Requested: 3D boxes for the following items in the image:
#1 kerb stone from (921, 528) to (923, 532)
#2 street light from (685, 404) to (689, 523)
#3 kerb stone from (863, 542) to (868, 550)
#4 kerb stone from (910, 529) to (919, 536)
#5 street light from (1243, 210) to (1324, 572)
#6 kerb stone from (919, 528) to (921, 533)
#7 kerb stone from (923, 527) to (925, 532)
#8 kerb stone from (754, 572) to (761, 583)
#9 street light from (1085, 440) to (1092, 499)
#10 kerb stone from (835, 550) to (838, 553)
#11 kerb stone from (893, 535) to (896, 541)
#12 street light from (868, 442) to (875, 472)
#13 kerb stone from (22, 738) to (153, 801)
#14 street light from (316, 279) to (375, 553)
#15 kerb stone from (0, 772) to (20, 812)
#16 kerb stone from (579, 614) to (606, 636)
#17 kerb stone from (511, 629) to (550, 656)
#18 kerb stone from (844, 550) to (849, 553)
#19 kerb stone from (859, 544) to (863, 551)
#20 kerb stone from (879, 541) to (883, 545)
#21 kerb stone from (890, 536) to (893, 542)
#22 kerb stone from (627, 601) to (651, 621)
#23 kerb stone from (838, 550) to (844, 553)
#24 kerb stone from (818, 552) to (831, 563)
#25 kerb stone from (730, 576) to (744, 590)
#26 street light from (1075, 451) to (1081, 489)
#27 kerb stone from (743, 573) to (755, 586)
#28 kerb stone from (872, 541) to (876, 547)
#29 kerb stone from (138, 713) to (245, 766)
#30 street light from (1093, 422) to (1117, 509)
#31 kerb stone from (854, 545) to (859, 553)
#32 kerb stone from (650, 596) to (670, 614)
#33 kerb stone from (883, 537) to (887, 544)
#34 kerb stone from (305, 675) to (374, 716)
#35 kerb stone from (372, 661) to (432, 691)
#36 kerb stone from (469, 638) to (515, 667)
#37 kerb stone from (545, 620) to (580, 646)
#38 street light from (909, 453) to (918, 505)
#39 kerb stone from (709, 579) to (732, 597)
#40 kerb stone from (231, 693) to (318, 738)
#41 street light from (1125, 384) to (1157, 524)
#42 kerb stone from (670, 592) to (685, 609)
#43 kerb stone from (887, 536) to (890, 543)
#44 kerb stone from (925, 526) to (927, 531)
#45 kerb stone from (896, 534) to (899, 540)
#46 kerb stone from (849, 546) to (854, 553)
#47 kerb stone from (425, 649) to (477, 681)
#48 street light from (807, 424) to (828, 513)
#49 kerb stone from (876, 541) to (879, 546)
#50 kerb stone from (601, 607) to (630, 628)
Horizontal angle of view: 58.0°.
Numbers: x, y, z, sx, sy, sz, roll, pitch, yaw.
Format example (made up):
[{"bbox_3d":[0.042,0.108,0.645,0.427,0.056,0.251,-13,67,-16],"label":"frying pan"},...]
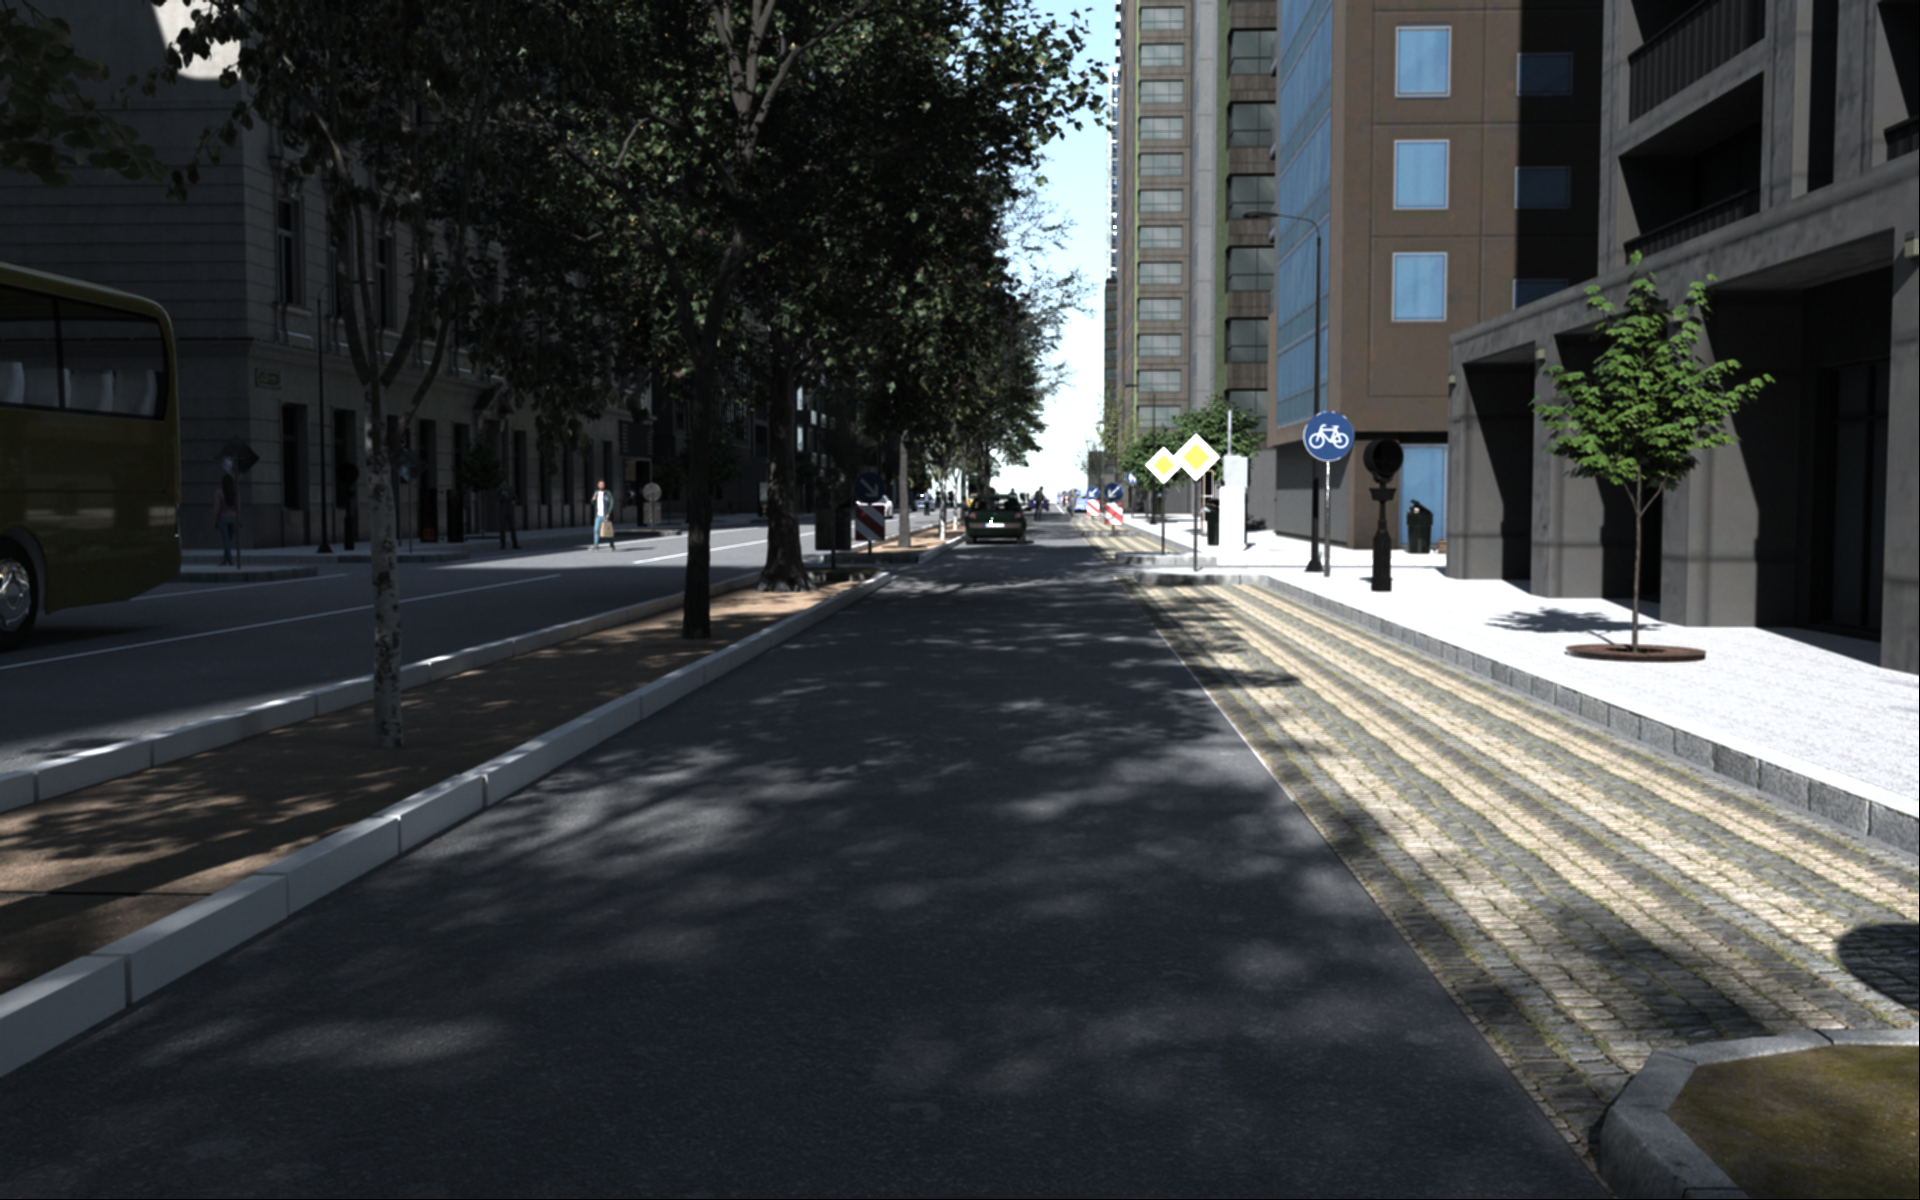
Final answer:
[{"bbox_3d":[-1.536,-2.517,63.351,0.120,0.150,1.000,0,4,3],"label":"kerb stone"},{"bbox_3d":[-11.397,-6.325,75.963,1.470,5.913,1.316,0,4,3],"label":"street light"},{"bbox_3d":[-2.511,-1.327,43.897,0.120,0.150,1.000,0,4,3],"label":"kerb stone"},{"bbox_3d":[-1.631,-2.388,61.304,0.120,0.150,1.000,0,4,3],"label":"kerb stone"},{"bbox_3d":[5.324,-3.422,28.486,1.470,5.913,1.316,0,4,3],"label":"street light"},{"bbox_3d":[-1.587,-2.454,62.325,0.120,0.150,1.000,0,4,3],"label":"kerb stone"},{"bbox_3d":[-1.482,-2.579,64.372,0.120,0.150,1.000,0,4,3],"label":"kerb stone"},{"bbox_3d":[-3.333,-0.355,28.007,0.120,0.150,1.000,0,4,3],"label":"kerb stone"},{"bbox_3d":[11.563,-10.840,149.779,1.470,5.913,1.316,0,4,3],"label":"street light"},{"bbox_3d":[-2.832,-0.951,37.754,0.120,0.150,1.000,0,4,3],"label":"kerb stone"},{"bbox_3d":[-2.106,-1.830,52.112,0.120,0.150,1.000,0,4,3],"label":"kerb stone"},{"bbox_3d":[-7.499,-11.012,152.593,1.470,5.913,1.316,0,4,3],"label":"street light"},{"bbox_3d":[-4.304,0.836,8.526,0.120,0.150,1.000,0,4,3],"label":"kerb stone"},{"bbox_3d":[-13.291,-3.972,37.485,1.470,5.913,1.316,0,4,3],"label":"street light"},{"bbox_3d":[-4.361,0.899,7.499,0.120,0.150,1.000,0,4,3],"label":"kerb stone"},{"bbox_3d":[-3.839,0.274,17.758,0.120,0.150,1.000,0,4,3],"label":"kerb stone"},{"bbox_3d":[-3.941,0.397,15.702,0.120,0.150,1.000,0,4,3],"label":"kerb stone"},{"bbox_3d":[-2.722,-1.073,39.805,0.120,0.150,1.000,0,4,3],"label":"kerb stone"},{"bbox_3d":[-2.573,-1.265,42.876,0.120,0.150,1.000,0,4,3],"label":"kerb stone"},{"bbox_3d":[-2.317,-1.579,48.009,0.120,0.150,1.000,0,4,3],"label":"kerb stone"},{"bbox_3d":[-2.165,-1.767,51.089,0.120,0.150,1.000,0,4,3],"label":"kerb stone"},{"bbox_3d":[-3.734,0.146,19.810,0.120,0.150,1.000,0,4,3],"label":"kerb stone"},{"bbox_3d":[-2.773,-1.011,38.780,0.120,0.150,1.000,0,4,3],"label":"kerb stone"},{"bbox_3d":[-2.881,-0.889,36.734,0.120,0.150,1.000,0,4,3],"label":"kerb stone"},{"bbox_3d":[-3.425,-0.230,25.961,0.120,0.150,1.000,0,4,3],"label":"kerb stone"},{"bbox_3d":[13.376,-13.162,187.740,1.470,5.913,1.316,0,4,3],"label":"street light"},{"bbox_3d":[-3.371,-0.293,26.984,0.120,0.150,1.000,0,4,3],"label":"kerb stone"},{"bbox_3d":[-2.415,-1.451,45.951,0.120,0.150,1.000,0,4,3],"label":"kerb stone"},{"bbox_3d":[-4.247,0.773,9.552,0.120,0.150,1.000,0,4,3],"label":"kerb stone"},{"bbox_3d":[9.497,-8.481,111.198,1.470,5.913,1.316,0,4,3],"label":"street light"},{"bbox_3d":[-2.626,-1.200,41.850,0.120,0.150,1.000,0,4,3],"label":"kerb stone"},{"bbox_3d":[-3.688,0.085,20.836,0.120,0.150,1.000,0,4,3],"label":"kerb stone"},{"bbox_3d":[-2.256,-1.641,49.032,0.120,0.150,1.000,0,4,3],"label":"kerb stone"},{"bbox_3d":[-4.151,0.648,11.599,0.120,0.150,1.000,0,4,3],"label":"kerb stone"},{"bbox_3d":[-4.107,0.586,12.622,0.120,0.150,1.000,0,4,3],"label":"kerb stone"},{"bbox_3d":[-4.002,0.460,14.667,0.120,0.150,1.000,0,4,3],"label":"kerb stone"},{"bbox_3d":[-3.889,0.334,16.736,0.120,0.150,1.000,0,4,3],"label":"kerb stone"},{"bbox_3d":[-5.176,-13.716,196.803,1.470,5.913,1.316,0,4,3],"label":"street light"},{"bbox_3d":[-3.476,-0.161,24.927,0.120,0.150,1.000,0,4,3],"label":"kerb stone"},{"bbox_3d":[-4.209,0.714,10.574,0.120,0.150,1.000,0,4,3],"label":"kerb stone"},{"bbox_3d":[7.650,-6.159,73.239,1.470,5.913,1.316,0,4,3],"label":"street light"},{"bbox_3d":[-3.635,0.029,21.857,0.120,0.150,1.000,0,4,3],"label":"kerb stone"},{"bbox_3d":[-2.201,-1.704,50.059,0.120,0.150,1.000,0,4,3],"label":"kerb stone"},{"bbox_3d":[-1.426,-2.639,65.393,0.120,0.150,1.000,0,4,3],"label":"kerb stone"},{"bbox_3d":[-2.048,-1.888,53.132,0.120,0.150,1.000,0,4,3],"label":"kerb stone"},{"bbox_3d":[-2.678,-1.139,40.826,0.120,0.150,1.000,0,4,3],"label":"kerb stone"},{"bbox_3d":[-4.051,0.523,13.646,0.120,0.150,1.000,0,4,3],"label":"kerb stone"},{"bbox_3d":[-9.449,-8.691,114.639,1.470,5.913,1.316,0,4,3],"label":"street light"},{"bbox_3d":[-2.368,-1.515,46.972,0.120,0.150,1.000,0,4,3],"label":"kerb stone"},{"bbox_3d":[-3.788,0.209,18.783,0.120,0.150,1.000,0,4,3],"label":"kerb stone"}]
